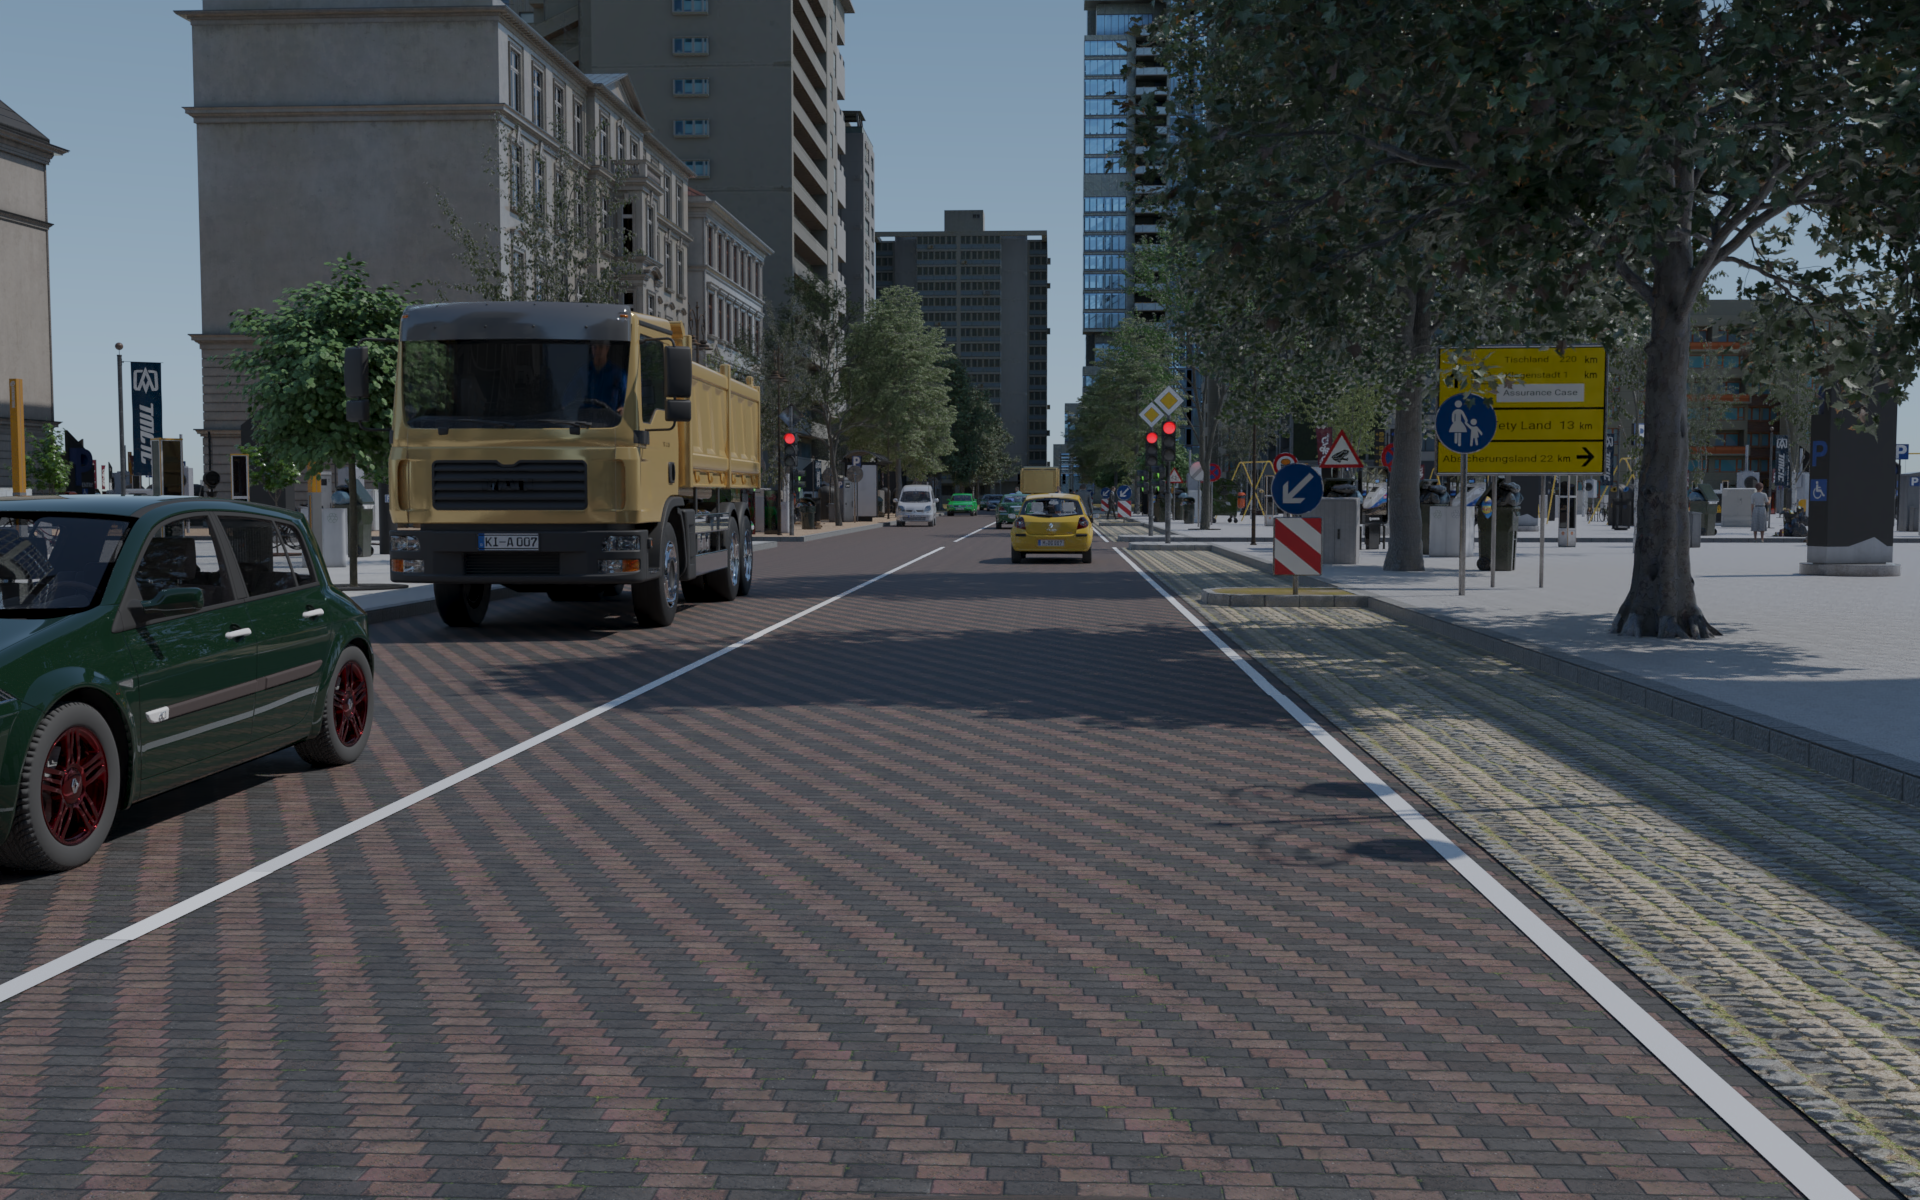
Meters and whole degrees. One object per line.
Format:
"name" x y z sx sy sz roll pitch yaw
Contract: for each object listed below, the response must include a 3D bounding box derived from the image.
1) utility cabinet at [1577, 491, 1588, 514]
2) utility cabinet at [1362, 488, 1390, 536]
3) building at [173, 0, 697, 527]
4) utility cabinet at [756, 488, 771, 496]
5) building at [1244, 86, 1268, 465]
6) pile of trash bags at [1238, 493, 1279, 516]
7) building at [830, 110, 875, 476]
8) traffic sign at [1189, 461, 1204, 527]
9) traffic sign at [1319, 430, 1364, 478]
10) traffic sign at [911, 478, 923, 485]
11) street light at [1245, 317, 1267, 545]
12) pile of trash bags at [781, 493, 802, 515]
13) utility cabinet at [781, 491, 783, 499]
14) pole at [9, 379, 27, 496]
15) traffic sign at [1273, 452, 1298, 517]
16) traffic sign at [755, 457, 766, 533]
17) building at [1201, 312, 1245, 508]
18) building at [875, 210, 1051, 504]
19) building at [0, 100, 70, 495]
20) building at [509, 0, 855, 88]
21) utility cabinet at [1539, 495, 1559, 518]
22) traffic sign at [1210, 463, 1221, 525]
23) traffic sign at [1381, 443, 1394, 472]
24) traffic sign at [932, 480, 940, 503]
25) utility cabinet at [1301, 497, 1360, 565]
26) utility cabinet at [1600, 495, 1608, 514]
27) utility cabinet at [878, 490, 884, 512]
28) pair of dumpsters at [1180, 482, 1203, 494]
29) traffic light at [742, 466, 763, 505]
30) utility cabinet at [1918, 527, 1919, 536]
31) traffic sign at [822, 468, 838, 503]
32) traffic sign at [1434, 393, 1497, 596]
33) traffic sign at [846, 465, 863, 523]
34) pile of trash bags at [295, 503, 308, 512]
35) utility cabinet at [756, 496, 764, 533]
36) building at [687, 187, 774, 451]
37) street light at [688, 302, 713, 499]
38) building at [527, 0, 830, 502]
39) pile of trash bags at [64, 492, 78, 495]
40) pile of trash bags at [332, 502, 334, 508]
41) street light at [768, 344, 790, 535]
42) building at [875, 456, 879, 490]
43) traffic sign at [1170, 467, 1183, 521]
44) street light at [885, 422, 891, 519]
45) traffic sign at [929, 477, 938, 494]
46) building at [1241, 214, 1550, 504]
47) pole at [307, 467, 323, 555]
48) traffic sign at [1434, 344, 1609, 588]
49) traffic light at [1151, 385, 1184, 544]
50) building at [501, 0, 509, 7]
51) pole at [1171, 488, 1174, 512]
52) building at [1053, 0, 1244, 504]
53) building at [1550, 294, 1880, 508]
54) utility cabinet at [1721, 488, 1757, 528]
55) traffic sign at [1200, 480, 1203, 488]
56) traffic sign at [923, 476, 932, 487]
"utility cabinet" 38.572 -6.051 107.614 0.318 1.500 1.173 -1 4 -11
"utility cabinet" 12.884 -2.701 52.838 1.173 1.500 0.318 -1 4 -19
"building" -21.596 -16.131 82.831 14.460 24.649 34.723 0 4 3
"utility cabinet" -11.684 -5.881 104.840 1.173 1.500 0.318 0 4 1
"building" 32.423 -28.816 154.735 14.154 41.232 14.086 0 4 3
"pile of trash bags" 17.571 -5.746 103.693 1.912 1.369 3.447 3 5 39
"building" -16.472 -30.803 187.222 14.086 41.232 14.154 0 4 3
"traffic sign" 9.302 -4.120 67.473 0.768 2.556 0.104 1 4 9
"traffic sign" 7.710 -2.144 35.051 0.884 2.594 0.081 1 4 11
"traffic sign" -2.914 -7.198 117.696 0.884 2.594 0.081 0 4 7
"street light" 7.373 -4.315 43.345 0.468 5.910 1.993 0 4 3
"pile of trash bags" -9.346 -5.248 95.557 1.912 1.369 3.447 0 4 -3
"utility cabinet" -12.244 -6.535 115.518 1.173 1.500 0.318 3 4 37
"pole" -16.678 -2.254 30.690 0.158 3.312 0.155 0 3 0
"traffic sign" 9.977 -3.242 53.113 0.768 2.556 0.104 1 4 11
"traffic sign" -6.817 -3.507 57.445 0.768 2.556 0.104 1 4 11
"building" 39.694 -20.268 176.423 27.650 21.520 28.899 0 4 3
"building" 0.492 -33.501 239.627 23.993 40.220 32.217 0 4 3
"building" -48.794 -12.643 71.342 19.286 19.102 10.561 0 4 3
"building" -25.539 -35.233 165.296 28.713 52.752 27.495 0 4 3
"utility cabinet" 31.677 -5.013 93.130 1.020 1.237 0.306 -1 4 -11
"traffic sign" 10.412 -4.375 71.641 0.768 2.556 0.104 0 4 6
"traffic sign" 10.664 -2.583 42.345 0.768 2.556 0.104 1 4 9
"traffic sign" -1.804 -7.757 128.949 0.606 2.300 0.079 1 4 13
"utility cabinet" 6.804 -1.264 31.830 1.020 1.237 0.306 2 4 27
"utility cabinet" 42.618 -6.296 114.104 1.020 1.237 0.306 -2 4 -32
"utility cabinet" -4.682 -5.531 99.103 0.318 1.500 1.173 -2 4 -26
"pair of dumpsters" 13.379 -5.897 98.915 1.574 2.255 4.437 0 4 3
"traffic light" -5.622 -3.456 45.424 0.839 4.253 0.868 0 4 3
"utility cabinet" 29.333 -2.661 52.189 0.318 1.500 1.173 0 4 5
"traffic sign" -6.239 -5.081 83.180 0.768 2.556 0.104 0 4 7
"traffic sign" 6.347 -1.329 21.830 0.768 2.556 0.104 0 4 4
"traffic sign" -4.685 -4.710 77.112 0.768 2.556 0.104 0 4 6
"pile of trash bags" -43.406 -6.304 112.815 1.912 1.369 3.447 1 4 16
"utility cabinet" -6.746 -2.857 57.872 1.020 1.237 0.306 0 4 -3
"building" -19.272 -16.791 110.695 11.583 22.565 21.152 0 4 3
"street light" -6.309 -4.217 41.736 0.468 5.910 1.993 0 4 3
"building" -22.572 -31.581 140.045 21.300 48.544 21.600 0 4 3
"pile of trash bags" -35.444 -3.539 67.609 3.447 1.369 1.912 2 4 33
"pile of trash bags" -41.792 -6.604 117.731 3.447 1.369 1.912 1 4 9
"street light" -5.606 -4.947 53.664 0.468 5.910 1.993 0 4 3
"building" -25.515 -39.678 237.978 27.495 52.752 28.713 0 4 3
"traffic sign" 10.335 -5.111 83.561 0.884 2.594 0.081 1 4 10
"street light" -3.674 -7.089 88.699 0.468 5.910 1.993 0 4 3
"traffic sign" -1.982 -7.790 127.475 0.768 2.556 0.104 0 4 4
"building" 33.820 -42.695 136.307 20.563 71.187 20.611 0 4 3
"pole" -10.314 -2.068 27.651 0.158 3.312 0.155 0 3 0
"traffic sign" 7.642 -1.822 23.662 2.265 3.308 0.079 0 4 8
"traffic light" 5.373 -3.420 44.838 0.839 4.253 0.868 0 4 3
"building" -37.788 -39.280 184.225 28.212 58.520 21.231 0 4 3
"pole" 15.053 -7.882 122.714 0.158 3.312 0.155 0 3 0
"building" 28.048 -56.141 230.574 31.000 86.520 22.319 0 4 3
"building" 73.373 -20.261 176.305 28.899 21.520 27.650 0 4 3
"utility cabinet" 29.495 -3.481 65.585 1.173 1.500 0.318 3 5 41
"traffic sign" 11.056 -4.875 79.707 0.884 2.594 0.081 0 4 8
"traffic sign" -2.403 -7.433 121.538 0.884 2.594 0.081 0 4 5
